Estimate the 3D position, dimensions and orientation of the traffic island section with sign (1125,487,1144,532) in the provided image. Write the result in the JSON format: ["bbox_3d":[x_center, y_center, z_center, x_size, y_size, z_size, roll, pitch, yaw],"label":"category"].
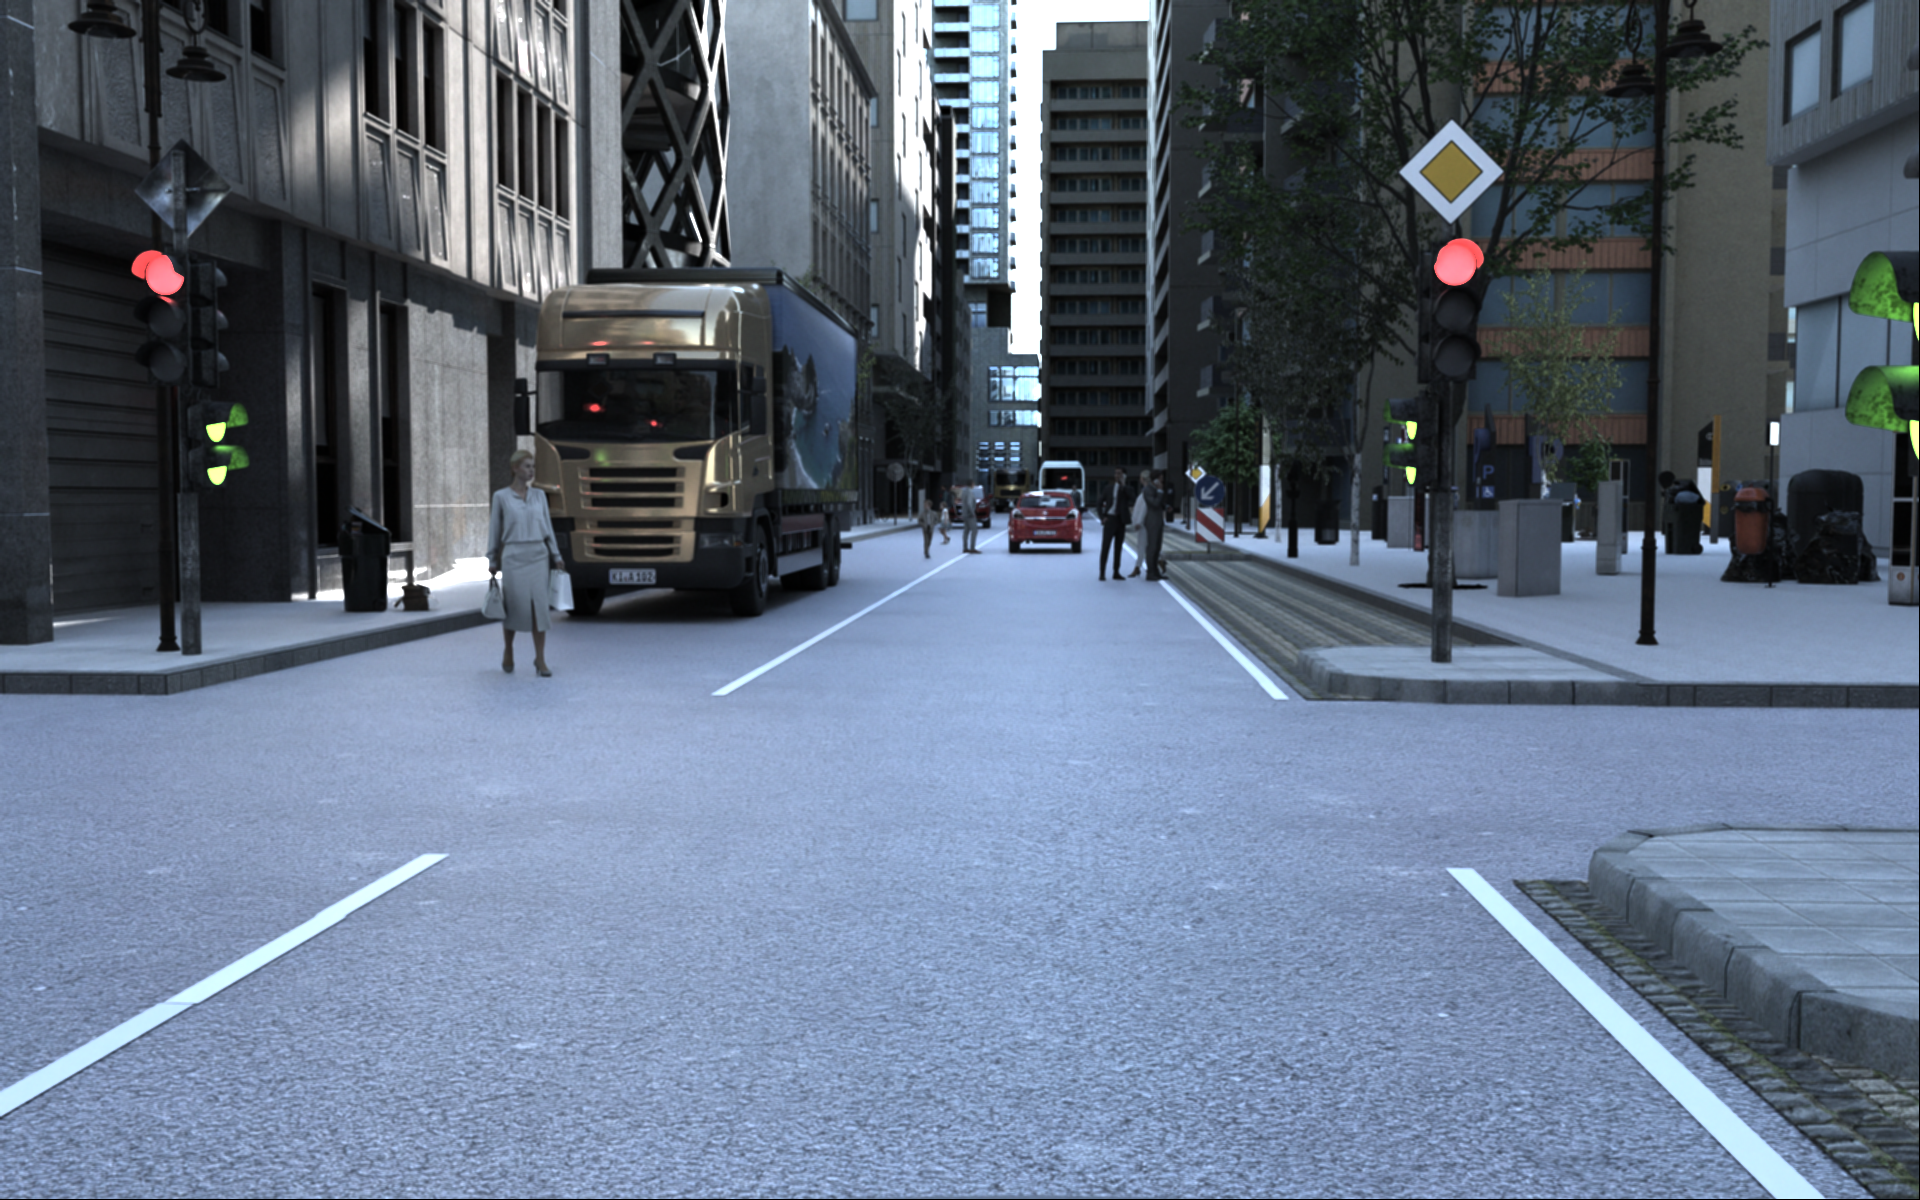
[{"bbox_3d":[7.040,-3.463,65.251,1.989,1.847,2.006,0,4,4],"label":"traffic island section with sign"}]

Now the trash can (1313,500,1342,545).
[{"bbox_3d":[9.328,-1.980,44.030,0.748,1.137,0.748,0,3,0],"label":"trash can"}]

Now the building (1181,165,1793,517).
[{"bbox_3d":[29.556,-24.969,100.129,32.217,40.220,23.993,0,4,4],"label":"building"}]

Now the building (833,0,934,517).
[{"bbox_3d":[-15.926,-31.401,102.643,28.713,52.752,27.495,0,4,4],"label":"building"}]

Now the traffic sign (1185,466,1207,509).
[{"bbox_3d":[8.571,-3.778,62.963,0.795,2.450,0.064,1,4,10],"label":"traffic sign"}]

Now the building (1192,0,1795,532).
[{"bbox_3d":[21.553,-25.532,72.068,22.147,44.769,28.867,0,4,4],"label":"building"}]

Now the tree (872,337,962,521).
[{"bbox_3d":[-2.119,-8.021,81.506,4.360,8.622,3.978,0,3,0],"label":"tree"}]

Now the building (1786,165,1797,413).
[{"bbox_3d":[75.125,-34.248,179.559,30.456,49.044,23.786,0,4,4],"label":"building"}]

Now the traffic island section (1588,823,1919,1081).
[{"bbox_3d":[3.191,1.040,5.271,2.009,0.180,2.903,0,4,4],"label":"traffic island section"}]

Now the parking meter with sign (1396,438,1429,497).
[{"bbox_3d":[14.281,-3.525,53.896,1.738,3.016,0.543,-3,5,-42],"label":"parking meter with sign"}]

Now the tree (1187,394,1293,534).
[{"bbox_3d":[9.136,-4.412,55.846,4.285,4.588,4.351,0,3,0],"label":"tree"}]

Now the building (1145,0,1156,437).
[{"bbox_3d":[29.930,-34.146,147.532,28.713,52.752,27.495,0,4,4],"label":"building"}]

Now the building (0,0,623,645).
[{"bbox_3d":[-13.275,-12.612,24.232,12.078,24.808,19.932,0,4,4],"label":"building"}]

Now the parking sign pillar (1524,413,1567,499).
[{"bbox_3d":[19.442,-4.224,57.534,1.447,3.967,1.447,0,4,-8],"label":"parking sign pillar"}]

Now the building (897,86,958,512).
[{"bbox_3d":[-7.673,-21.523,123.601,14.160,30.474,14.107,0,4,4],"label":"building"}]

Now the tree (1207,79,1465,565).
[{"bbox_3d":[6.989,-4.940,31.131,4.360,8.622,3.978,0,3,0],"label":"tree"}]

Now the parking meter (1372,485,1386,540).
[{"bbox_3d":[11.800,-2.470,48.800,0.372,1.533,0.369,0,3,0],"label":"parking meter"}]

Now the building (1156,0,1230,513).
[{"bbox_3d":[25.089,-30.564,123.418,21.300,48.544,21.600,0,4,4],"label":"building"}]

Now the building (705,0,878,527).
[{"bbox_3d":[-8.998,-13.307,66.718,9.793,20.994,18.267,0,4,4],"label":"building"}]

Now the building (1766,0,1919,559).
[{"bbox_3d":[30.156,-26.570,23.666,27.495,52.752,28.713,0,4,4],"label":"building"}]

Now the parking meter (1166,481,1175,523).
[{"bbox_3d":[9.491,-4.430,78.148,0.399,1.863,0.255,0,4,4],"label":"parking meter"}]

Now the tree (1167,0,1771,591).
[{"bbox_3d":[6.667,-5.974,23.430,9.928,11.665,9.643,0,3,0],"label":"tree"}]

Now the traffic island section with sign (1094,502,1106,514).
[{"bbox_3d":[11.973,-8.170,142.210,1.989,1.847,2.006,0,4,4],"label":"traffic island section with sign"}]

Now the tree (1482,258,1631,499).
[{"bbox_3d":[18.481,-6.337,53.967,4.737,8.622,4.395,0,3,0],"label":"tree"}]

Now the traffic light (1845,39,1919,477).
[{"bbox_3d":[3.152,-0.993,5.160,0.839,4.253,0.868,0,4,4],"label":"traffic light"}]

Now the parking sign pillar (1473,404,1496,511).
[{"bbox_3d":[15.464,-3.825,51.013,1.447,3.967,1.447,1,4,8],"label":"parking sign pillar"}]

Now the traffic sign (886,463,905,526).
[{"bbox_3d":[-2.630,-4.300,70.417,0.768,2.556,0.104,0,4,4],"label":"traffic sign"}]

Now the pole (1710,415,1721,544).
[{"bbox_3d":[19.531,-3.115,44.774,0.158,3.312,0.155,0,3,0],"label":"pole"}]

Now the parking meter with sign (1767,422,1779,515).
[{"bbox_3d":[20.379,-2.777,41.669,1.738,3.016,0.543,3,5,44],"label":"parking meter with sign"}]

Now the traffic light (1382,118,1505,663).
[{"bbox_3d":[3.662,-1.481,13.129,0.839,4.253,0.868,0,4,4],"label":"traffic light"}]

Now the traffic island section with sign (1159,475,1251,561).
[{"bbox_3d":[5.279,-1.784,37.789,1.989,1.847,2.006,0,4,4],"label":"traffic island section with sign"}]

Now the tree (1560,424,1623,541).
[{"bbox_3d":[17.501,-3.273,48.122,1.663,3.219,1.824,0,3,0],"label":"tree"}]

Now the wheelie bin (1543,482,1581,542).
[{"bbox_3d":[16.061,-2.342,46.202,0.980,1.594,0.693,2,4,29],"label":"wheelie bin"}]

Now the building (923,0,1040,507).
[{"bbox_3d":[-6.999,-53.245,183.223,31.000,86.520,22.319,0,4,4],"label":"building"}]

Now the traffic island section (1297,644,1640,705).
[{"bbox_3d":[3.701,0.553,13.240,2.009,0.180,2.903,0,4,4],"label":"traffic island section"}]

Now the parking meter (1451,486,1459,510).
[{"bbox_3d":[15.516,-2.822,54.547,0.372,1.533,0.369,0,3,0],"label":"parking meter"}]

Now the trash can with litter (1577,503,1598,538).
[{"bbox_3d":[18.585,-2.406,50.720,0.624,1.170,1.055,-2,4,-34],"label":"trash can with litter"}]

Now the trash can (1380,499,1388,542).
[{"bbox_3d":[11.972,-2.208,47.752,0.748,1.137,0.748,0,3,0],"label":"trash can"}]

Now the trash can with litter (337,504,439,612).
[{"bbox_3d":[-6.301,-0.470,19.079,1.055,1.170,0.624,-1,4,-18],"label":"trash can with litter"}]

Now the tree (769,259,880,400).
[{"bbox_3d":[-4.969,-6.392,54.867,4.737,8.622,4.395,0,3,0],"label":"tree"}]

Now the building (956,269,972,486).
[{"bbox_3d":[-14.162,-18.721,151.120,28.899,21.520,27.650,0,4,4],"label":"building"}]

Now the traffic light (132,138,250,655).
[{"bbox_3d":[-6.131,-1.518,13.737,0.839,4.253,0.868,0,4,4],"label":"traffic light"}]

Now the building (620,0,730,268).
[{"bbox_3d":[-14.507,-10.750,43.210,16.820,18.784,16.811,0,4,4],"label":"building"}]

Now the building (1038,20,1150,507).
[{"bbox_3d":[19.186,-34.131,181.739,21.600,48.544,21.300,0,4,4],"label":"building"}]
